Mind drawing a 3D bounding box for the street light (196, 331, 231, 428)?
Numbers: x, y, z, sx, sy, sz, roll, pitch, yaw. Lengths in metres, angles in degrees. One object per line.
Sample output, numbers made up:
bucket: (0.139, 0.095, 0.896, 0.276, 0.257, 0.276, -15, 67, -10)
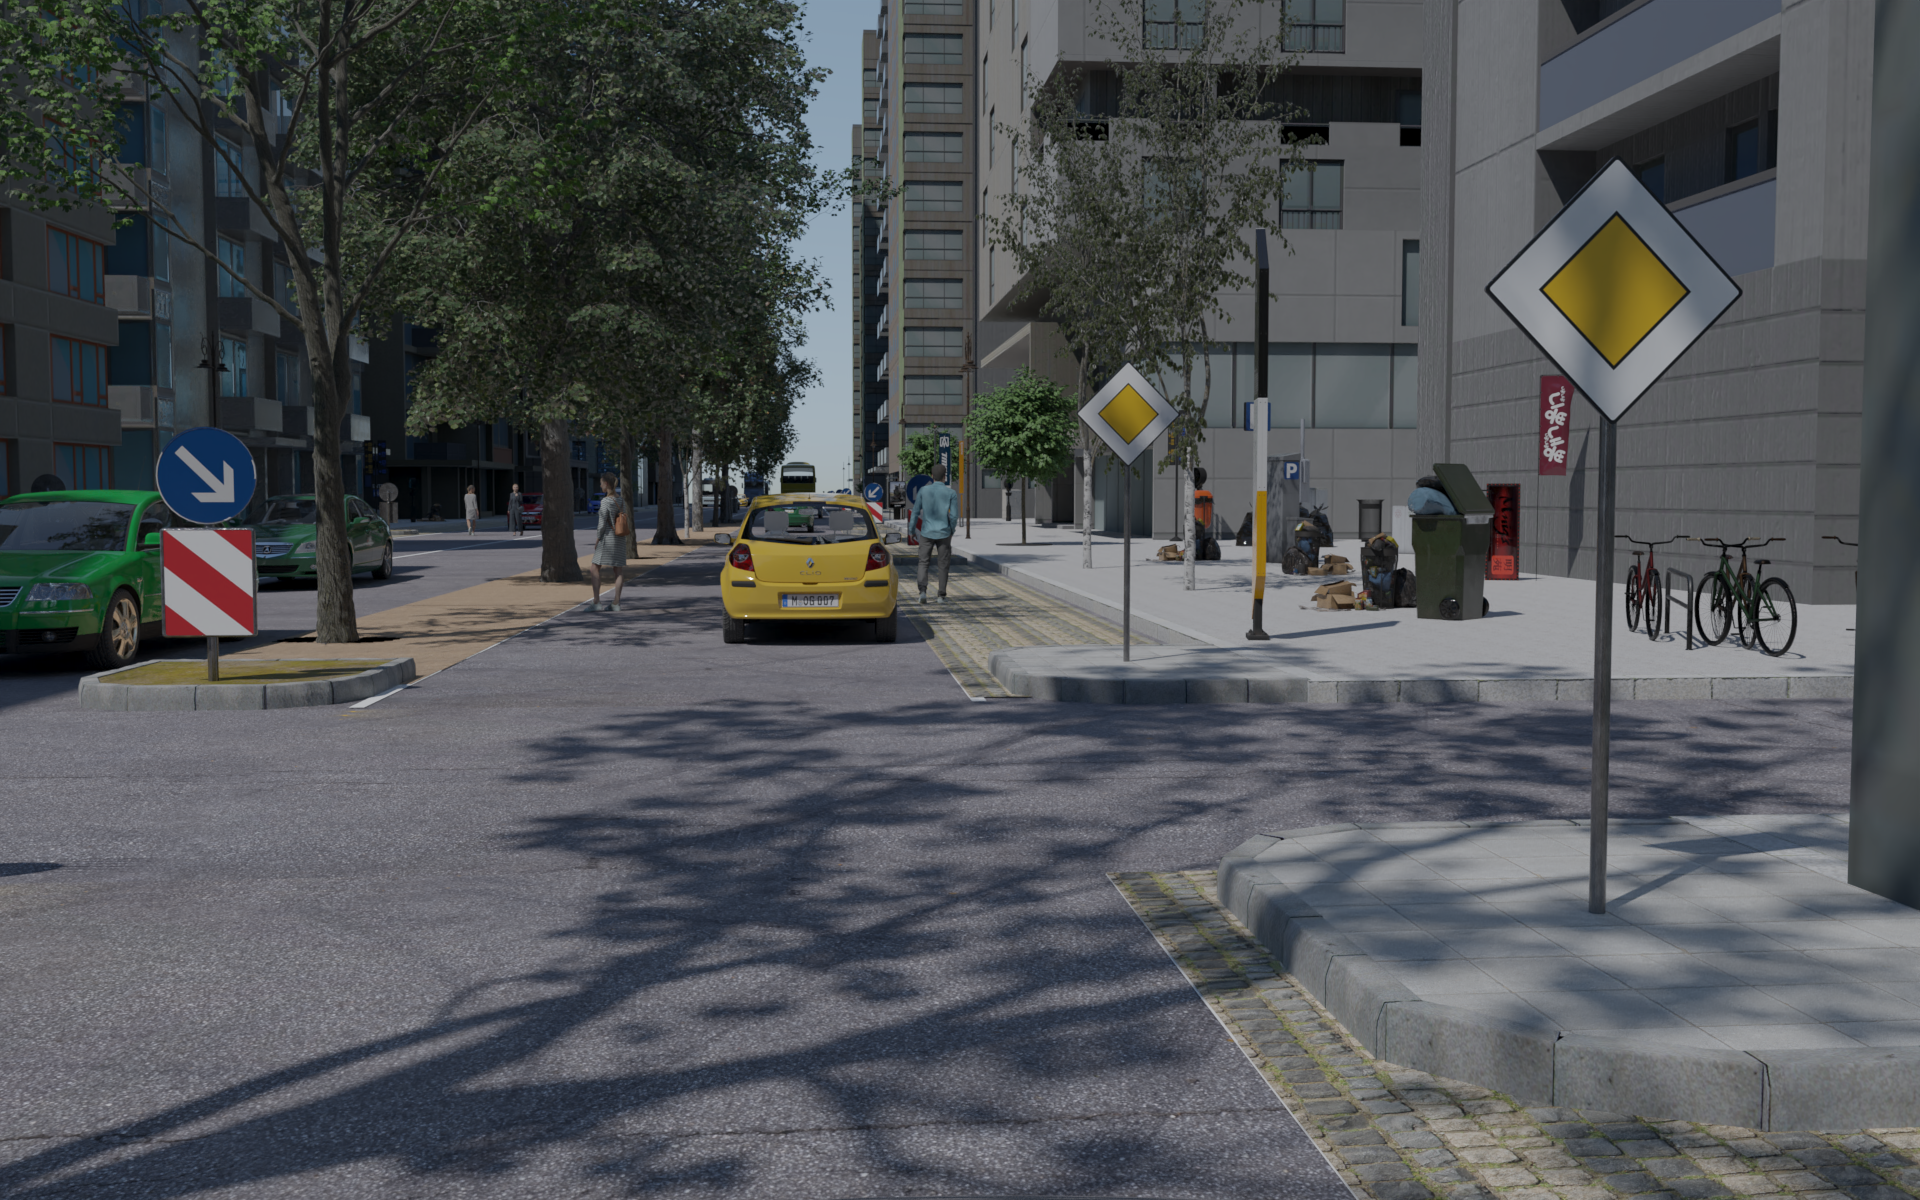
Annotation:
street light: (-21.155, -4.674, 49.203, 0.468, 5.910, 1.993, 0, 4, -5)

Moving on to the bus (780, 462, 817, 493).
bus: (-12.247, -8.537, 131.129, 2.896, 3.916, 12.252, 0, 4, -5)

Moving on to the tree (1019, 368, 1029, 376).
tree: (4.306, -7.814, 78.114, 4.737, 8.622, 4.395, 0, 3, 0)

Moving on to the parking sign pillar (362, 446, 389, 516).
parking sign pillar: (-28.840, -5.921, 85.287, 1.447, 3.967, 1.447, -3, 5, -42)

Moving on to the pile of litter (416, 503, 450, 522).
pile of litter: (-24.616, -4.089, 80.819, 1.719, 0.858, 1.176, 3, 4, 38)

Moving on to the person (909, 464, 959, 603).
person: (-0.347, -0.863, 22.638, 0.660, 1.820, 0.620, 0, 4, 5)

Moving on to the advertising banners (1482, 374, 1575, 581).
advertising banners: (8.015, -1.801, 25.633, 2.074, 3.025, 0.090, 1, 4, 16)

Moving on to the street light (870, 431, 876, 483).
street light: (-6.317, -9.399, 126.459, 0.468, 5.910, 1.993, 0, 4, -5)

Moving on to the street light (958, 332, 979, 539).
street light: (0.233, -4.691, 49.478, 0.468, 5.910, 1.993, 0, 4, -5)

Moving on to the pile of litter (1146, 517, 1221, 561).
pile of litter: (4.343, -1.198, 33.558, 1.719, 0.858, 1.176, -1, 4, -18)

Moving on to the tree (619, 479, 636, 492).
tree: (-32.572, -10.687, 169.334, 1.663, 3.219, 1.824, 0, 3, 0)

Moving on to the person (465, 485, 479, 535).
person: (-16.865, -3.095, 59.847, 0.466, 1.731, 0.760, -1, 4, -18)

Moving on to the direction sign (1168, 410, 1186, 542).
direction sign: (5.866, -3.356, 46.864, 0.379, 3.537, 0.876, -2, 4, -25)

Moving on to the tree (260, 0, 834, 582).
tree: (-6.488, -7.255, 27.729, 9.857, 13.997, 8.962, 0, 3, 0)

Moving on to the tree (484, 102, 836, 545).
tree: (-8.298, -7.892, 48.491, 9.611, 12.733, 9.660, 0, 3, 0)

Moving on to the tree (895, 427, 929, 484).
tree: (-1.193, -5.741, 77.586, 4.285, 4.588, 4.351, 0, 3, 0)

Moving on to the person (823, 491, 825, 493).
person: (-19.440, -14.600, 246.847, 1.348, 1.869, 0.705, -3, 5, -42)

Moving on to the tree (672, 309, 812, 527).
tree: (-10.621, -8.421, 74.550, 8.767, 10.594, 7.601, 0, 4, -5)

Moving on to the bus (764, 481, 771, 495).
bus: (-27.524, -14.924, 238.863, 2.948, 3.499, 13.247, 0, 4, -5)

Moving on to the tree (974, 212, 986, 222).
tree: (2.429, -4.843, 29.540, 4.360, 8.622, 3.978, 0, 3, 0)

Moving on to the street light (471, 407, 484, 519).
street light: (-24.483, -7.049, 88.041, 0.468, 5.910, 1.993, 0, 4, -5)

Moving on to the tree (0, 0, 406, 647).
tree: (-6.120, -5.397, 16.449, 9.928, 11.665, 9.643, 0, 3, 0)

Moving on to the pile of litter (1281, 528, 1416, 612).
pile of litter: (4.502, -0.342, 19.553, 1.719, 0.858, 1.176, -2, 4, -26)

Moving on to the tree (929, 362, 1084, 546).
tree: (1.689, -3.647, 43.341, 4.285, 4.588, 4.351, 0, 3, 0)

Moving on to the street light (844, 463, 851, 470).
street light: (-13.353, -14.406, 208.326, 0.468, 5.910, 1.993, 0, 4, -5)

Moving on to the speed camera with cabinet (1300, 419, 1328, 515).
speed camera with cabinet: (9.207, -3.176, 46.262, 0.660, 3.252, 2.038, 2, 4, 32)

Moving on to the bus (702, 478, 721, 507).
bus: (-27.544, -12.070, 192.211, 2.948, 3.499, 13.247, 0, 4, -6)

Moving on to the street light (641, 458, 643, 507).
street light: (-31.645, -12.174, 171.829, 0.468, 5.910, 1.993, 0, 4, -5)

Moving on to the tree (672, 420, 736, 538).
tree: (-8.811, -6.291, 55.670, 4.360, 8.622, 3.978, 0, 3, 0)

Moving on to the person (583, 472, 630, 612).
person: (-4.273, -0.714, 21.181, 0.522, 1.701, 0.512, 1, 4, 23)

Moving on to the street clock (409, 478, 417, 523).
street clock: (-24.684, -4.499, 78.130, 0.358, 2.002, 0.471, -2, 4, -31)

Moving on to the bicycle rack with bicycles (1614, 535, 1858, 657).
bicycle rack with bicycles: (6.918, -0.080, 14.685, 2.852, 0.926, 2.925, 1, 4, 18)

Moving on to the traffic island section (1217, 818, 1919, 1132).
traffic island section: (1.973, 1.037, 5.325, 2.009, 0.180, 2.903, 0, 4, -5)

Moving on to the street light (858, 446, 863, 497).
street light: (-9.438, -11.685, 163.838, 0.468, 5.910, 1.993, 0, 4, -5)

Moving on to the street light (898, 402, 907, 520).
street light: (-2.893, -6.977, 86.857, 0.468, 5.910, 1.993, 0, 4, -5)

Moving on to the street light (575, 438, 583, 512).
street light: (-27.679, -9.358, 125.785, 0.468, 5.910, 1.993, 0, 4, -5)

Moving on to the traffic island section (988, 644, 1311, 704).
traffic island section: (1.295, 0.550, 13.281, 2.009, 0.180, 2.903, 0, 4, -5)

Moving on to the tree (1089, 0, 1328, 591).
tree: (2.817, -4.428, 22.760, 4.360, 8.622, 3.978, 0, 3, 0)

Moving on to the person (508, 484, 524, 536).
person: (-15.205, -3.080, 59.282, 0.576, 1.772, 0.534, 0, 4, -4)

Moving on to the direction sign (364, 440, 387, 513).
direction sign: (-24.500, -4.932, 72.636, 0.876, 3.537, 0.379, -2, 4, -24)

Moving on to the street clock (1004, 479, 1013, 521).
street clock: (2.287, -4.704, 81.486, 0.358, 2.002, 0.471, 3, 4, 37)

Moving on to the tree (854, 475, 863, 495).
tree: (-9.659, -10.884, 172.555, 1.663, 3.219, 1.824, 0, 3, 0)

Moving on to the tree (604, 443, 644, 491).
tree: (-31.389, -13.010, 163.074, 4.737, 8.622, 4.395, 0, 3, 0)

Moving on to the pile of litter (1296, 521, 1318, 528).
pile of litter: (5.847, -0.853, 27.911, 1.719, 0.858, 1.176, -3, 5, -39)

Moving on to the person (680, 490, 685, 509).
person: (-26.674, -9.705, 167.310, 0.705, 1.807, 1.348, -2, 4, -34)

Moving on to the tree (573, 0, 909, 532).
tree: (-8.598, -12.574, 63.936, 12.611, 20.169, 13.585, 0, 3, 0)

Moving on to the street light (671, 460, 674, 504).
street light: (-34.766, -14.468, 209.335, 0.468, 5.910, 1.993, 0, 4, -5)

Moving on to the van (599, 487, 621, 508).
van: (-21.062, -6.067, 106.201, 2.013, 2.044, 4.112, 0, 4, -5)

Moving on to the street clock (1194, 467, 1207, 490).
street clock: (6.462, -2.595, 47.001, 0.358, 2.002, 0.471, -2, 4, -32)
